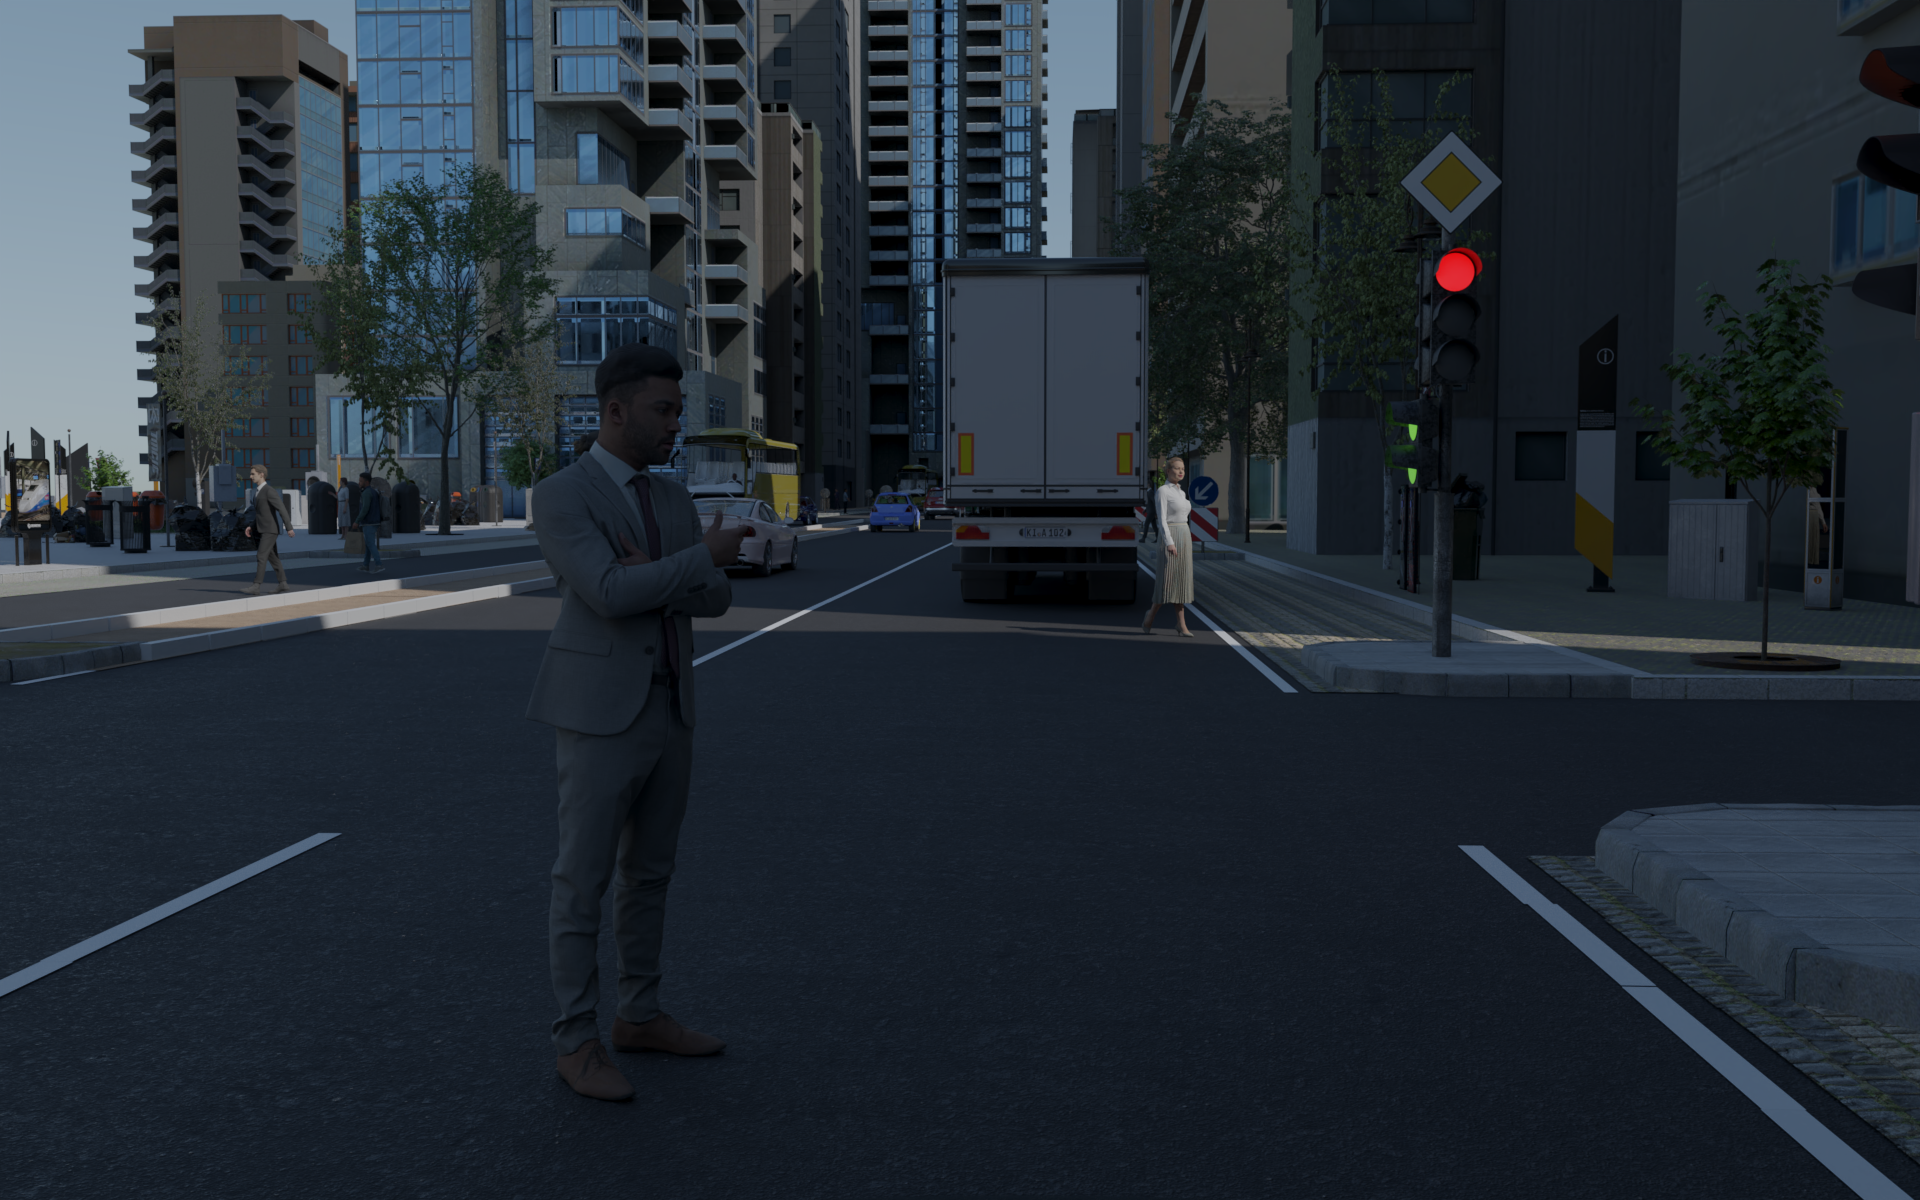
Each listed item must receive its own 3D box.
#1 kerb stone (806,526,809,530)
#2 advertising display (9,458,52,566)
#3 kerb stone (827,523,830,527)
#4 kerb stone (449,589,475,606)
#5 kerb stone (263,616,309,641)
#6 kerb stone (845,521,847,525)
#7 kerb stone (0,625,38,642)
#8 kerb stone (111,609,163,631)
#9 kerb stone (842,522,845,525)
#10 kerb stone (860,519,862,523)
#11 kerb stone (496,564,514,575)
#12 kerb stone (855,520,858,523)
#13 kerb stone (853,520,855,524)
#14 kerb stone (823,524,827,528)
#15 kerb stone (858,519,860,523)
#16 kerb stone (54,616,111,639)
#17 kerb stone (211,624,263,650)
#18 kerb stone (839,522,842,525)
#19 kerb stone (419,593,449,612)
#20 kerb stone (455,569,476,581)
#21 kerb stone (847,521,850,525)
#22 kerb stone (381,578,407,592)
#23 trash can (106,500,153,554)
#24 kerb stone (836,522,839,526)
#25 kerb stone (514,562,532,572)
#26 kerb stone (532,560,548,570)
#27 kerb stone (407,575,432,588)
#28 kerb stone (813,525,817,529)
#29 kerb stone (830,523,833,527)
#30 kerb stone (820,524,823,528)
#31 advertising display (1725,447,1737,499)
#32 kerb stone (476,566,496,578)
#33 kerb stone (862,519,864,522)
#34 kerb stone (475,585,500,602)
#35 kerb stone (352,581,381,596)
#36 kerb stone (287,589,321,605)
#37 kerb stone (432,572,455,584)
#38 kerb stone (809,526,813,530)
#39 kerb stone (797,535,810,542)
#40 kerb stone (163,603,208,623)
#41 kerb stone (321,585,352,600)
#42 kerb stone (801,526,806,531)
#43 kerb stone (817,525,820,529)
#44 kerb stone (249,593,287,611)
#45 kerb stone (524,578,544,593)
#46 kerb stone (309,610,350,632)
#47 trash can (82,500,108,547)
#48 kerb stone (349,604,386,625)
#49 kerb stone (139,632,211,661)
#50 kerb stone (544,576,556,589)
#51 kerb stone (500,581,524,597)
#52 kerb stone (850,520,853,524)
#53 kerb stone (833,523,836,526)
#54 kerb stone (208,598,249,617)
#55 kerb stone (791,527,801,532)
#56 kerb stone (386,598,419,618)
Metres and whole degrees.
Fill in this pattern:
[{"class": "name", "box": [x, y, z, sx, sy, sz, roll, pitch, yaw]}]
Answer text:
[{"class": "kerb stone", "box": [-6.114, -2.781, 67.662, 0.120, 0.150, 1.000, 0, 4, 3]}, {"class": "advertising display", "box": [-16.764, -1.593, 31.265, 0.123, 1.923, 0.974, 0, 4, 7]}, {"class": "kerb stone", "box": [-5.775, -3.156, 73.802, 0.120, 0.150, 1.000, 0, 4, 3]}, {"class": "kerb stone", "box": [-6.554, -0.016, 22.486, 0.120, 0.150, 1.000, 0, 4, 3]}, {"class": "kerb stone", "box": [-6.826, 0.295, 17.371, 0.120, 0.150, 1.000, 0, 4, 3]}, {"class": "kerb stone", "box": [-5.430, -3.525, 79.929, 0.120, 0.150, 1.000, 0, 4, 3]}, {"class": "kerb stone", "box": [-8.987, 0.351, 16.462, 0.120, 0.150, 1.000, 0, 4, 3]}, {"class": "kerb stone", "box": [-8.864, 0.226, 18.506, 0.120, 0.150, 1.000, 0, 4, 3]}, {"class": "kerb stone", "box": [-5.485, -3.469, 78.908, 0.120, 0.150, 1.000, 0, 4, 3]}, {"class": "kerb stone", "box": [-5.086, -3.904, 86.063, 0.120, 0.150, 1.000, 0, 4, 3]}, {"class": "kerb stone", "box": [-8.181, -0.525, 30.785, 0.120, 0.150, 1.000, 0, 4, 3]}, {"class": "kerb stone", "box": [-5.197, -3.781, 84.020, 0.120, 0.150, 1.000, 0, 4, 3]}, {"class": "kerb stone", "box": [-5.257, -3.719, 82.996, 0.120, 0.150, 1.000, 0, 4, 3]}, {"class": "kerb stone", "box": [-5.825, -3.094, 72.781, 0.120, 0.150, 1.000, 0, 4, 3]}, {"class": "kerb stone", "box": [-5.142, -3.844, 85.042, 0.120, 0.150, 1.000, 0, 4, 3]}, {"class": "kerb stone", "box": [-8.928, 0.289, 17.482, 0.120, 0.150, 1.000, 0, 4, 3]}, {"class": "kerb stone", "box": [-6.890, 0.357, 16.351, 0.120, 0.150, 1.000, 0, 4, 3]}, {"class": "kerb stone", "box": [-5.545, -3.399, 77.888, 0.120, 0.150, 1.000, 0, 4, 3]}, {"class": "kerb stone", "box": [-6.605, 0.045, 21.461, 0.120, 0.150, 1.000, 0, 4, 3]}, {"class": "kerb stone", "box": [-8.301, -0.400, 28.740, 0.120, 0.150, 1.000, 0, 4, 3]}, {"class": "kerb stone", "box": [-5.371, -3.590, 80.952, 0.120, 0.150, 1.000, 0, 4, 3]}, {"class": "kerb stone", "box": [-8.476, -0.212, 25.666, 0.120, 0.150, 1.000, 0, 4, 3]}, {"class": "trash can", "box": [-17.878, -1.583, 37.536, 0.748, 1.137, 0.748, 0, 3, 0]}, {"class": "kerb stone", "box": [-5.603, -3.343, 76.867, 0.120, 0.150, 1.000, 0, 4, 3]}, {"class": "kerb stone", "box": [-8.125, -0.588, 31.806, 0.120, 0.150, 1.000, 0, 4, 3]}, {"class": "kerb stone", "box": [-8.071, -0.650, 32.836, 0.120, 0.150, 1.000, 0, 4, 3]}, {"class": "kerb stone", "box": [-8.413, -0.275, 26.694, 0.120, 0.150, 1.000, 0, 4, 3]}, {"class": "kerb stone", "box": [-6.003, -2.906, 69.706, 0.120, 0.150, 1.000, 0, 4, 3]}, {"class": "kerb stone", "box": [-5.713, -3.219, 74.822, 0.120, 0.150, 1.000, 0, 4, 3]}, {"class": "kerb stone", "box": [-5.887, -3.031, 71.751, 0.120, 0.150, 1.000, 0, 4, 3]}, {"class": "advertising display", "box": [9.920, -1.045, 22.304, 0.123, 1.923, 0.974, 2, 4, 25]}, {"class": "kerb stone", "box": [-8.241, -0.462, 29.765, 0.120, 0.150, 1.000, 0, 4, 3]}, {"class": "kerb stone", "box": [-5.029, -3.969, 87.083, 0.120, 0.150, 1.000, 0, 4, 3]}, {"class": "kerb stone", "box": [-6.495, -0.080, 23.509, 0.120, 0.150, 1.000, 0, 4, 3]}, {"class": "kerb stone", "box": [-8.535, -0.150, 24.641, 0.120, 0.150, 1.000, 0, 4, 3]}, {"class": "kerb stone", "box": [-8.648, -0.022, 22.600, 0.120, 0.150, 1.000, 0, 4, 3]}, {"class": "kerb stone", "box": [-8.357, -0.338, 27.715, 0.120, 0.150, 1.000, 0, 4, 3]}, {"class": "kerb stone", "box": [-6.065, -2.843, 68.683, 0.120, 0.150, 1.000, 0, 4, 3]}, {"class": "kerb stone", "box": [-4.825, -1.897, 53.216, 0.120, 0.150, 1.000, 0, 4, 3]}, {"class": "kerb stone", "box": [-8.812, 0.163, 19.528, 0.120, 0.150, 1.000, 0, 4, 3]}, {"class": "kerb stone", "box": [-8.591, -0.083, 23.621, 0.120, 0.150, 1.000, 0, 4, 3]}, {"class": "kerb stone", "box": [-6.174, -2.715, 66.642, 0.120, 0.150, 1.000, 0, 4, 3]}, {"class": "kerb stone", "box": [-5.943, -2.969, 70.730, 0.120, 0.150, 1.000, 0, 4, 3]}, {"class": "kerb stone", "box": [-8.701, 0.038, 21.579, 0.120, 0.150, 1.000, 0, 4, 3]}, {"class": "kerb stone", "box": [-6.378, -0.203, 25.554, 0.120, 0.150, 1.000, 0, 4, 3]}, {"class": "kerb stone", "box": [-6.775, 0.232, 18.397, 0.120, 0.150, 1.000, 0, 4, 3]}, {"class": "trash can", "box": [-20.837, -1.852, 41.940, 0.748, 1.137, 0.748, 0, 3, 0]}, {"class": "kerb stone", "box": [-6.717, 0.170, 19.419, 0.120, 0.150, 1.000, 0, 4, 3]}, {"class": "kerb stone", "box": [-6.954, 0.420, 15.331, 0.120, 0.150, 1.000, 0, 4, 3]}, {"class": "kerb stone", "box": [-6.320, -0.268, 26.577, 0.120, 0.150, 1.000, 0, 4, 3]}, {"class": "kerb stone", "box": [-6.429, -0.143, 24.532, 0.120, 0.150, 1.000, 0, 4, 3]}, {"class": "kerb stone", "box": [-5.315, -3.652, 81.975, 0.120, 0.150, 1.000, 0, 4, 3]}, {"class": "kerb stone", "box": [-5.661, -3.277, 75.846, 0.120, 0.150, 1.000, 0, 4, 3]}, {"class": "kerb stone", "box": [-8.759, 0.101, 20.550, 0.120, 0.150, 1.000, 0, 4, 3]}, {"class": "kerb stone", "box": [-6.239, -2.656, 65.621, 0.120, 0.150, 1.000, 0, 4, 3]}, {"class": "kerb stone", "box": [-6.657, 0.107, 20.440, 0.120, 0.150, 1.000, 0, 4, 3]}]
